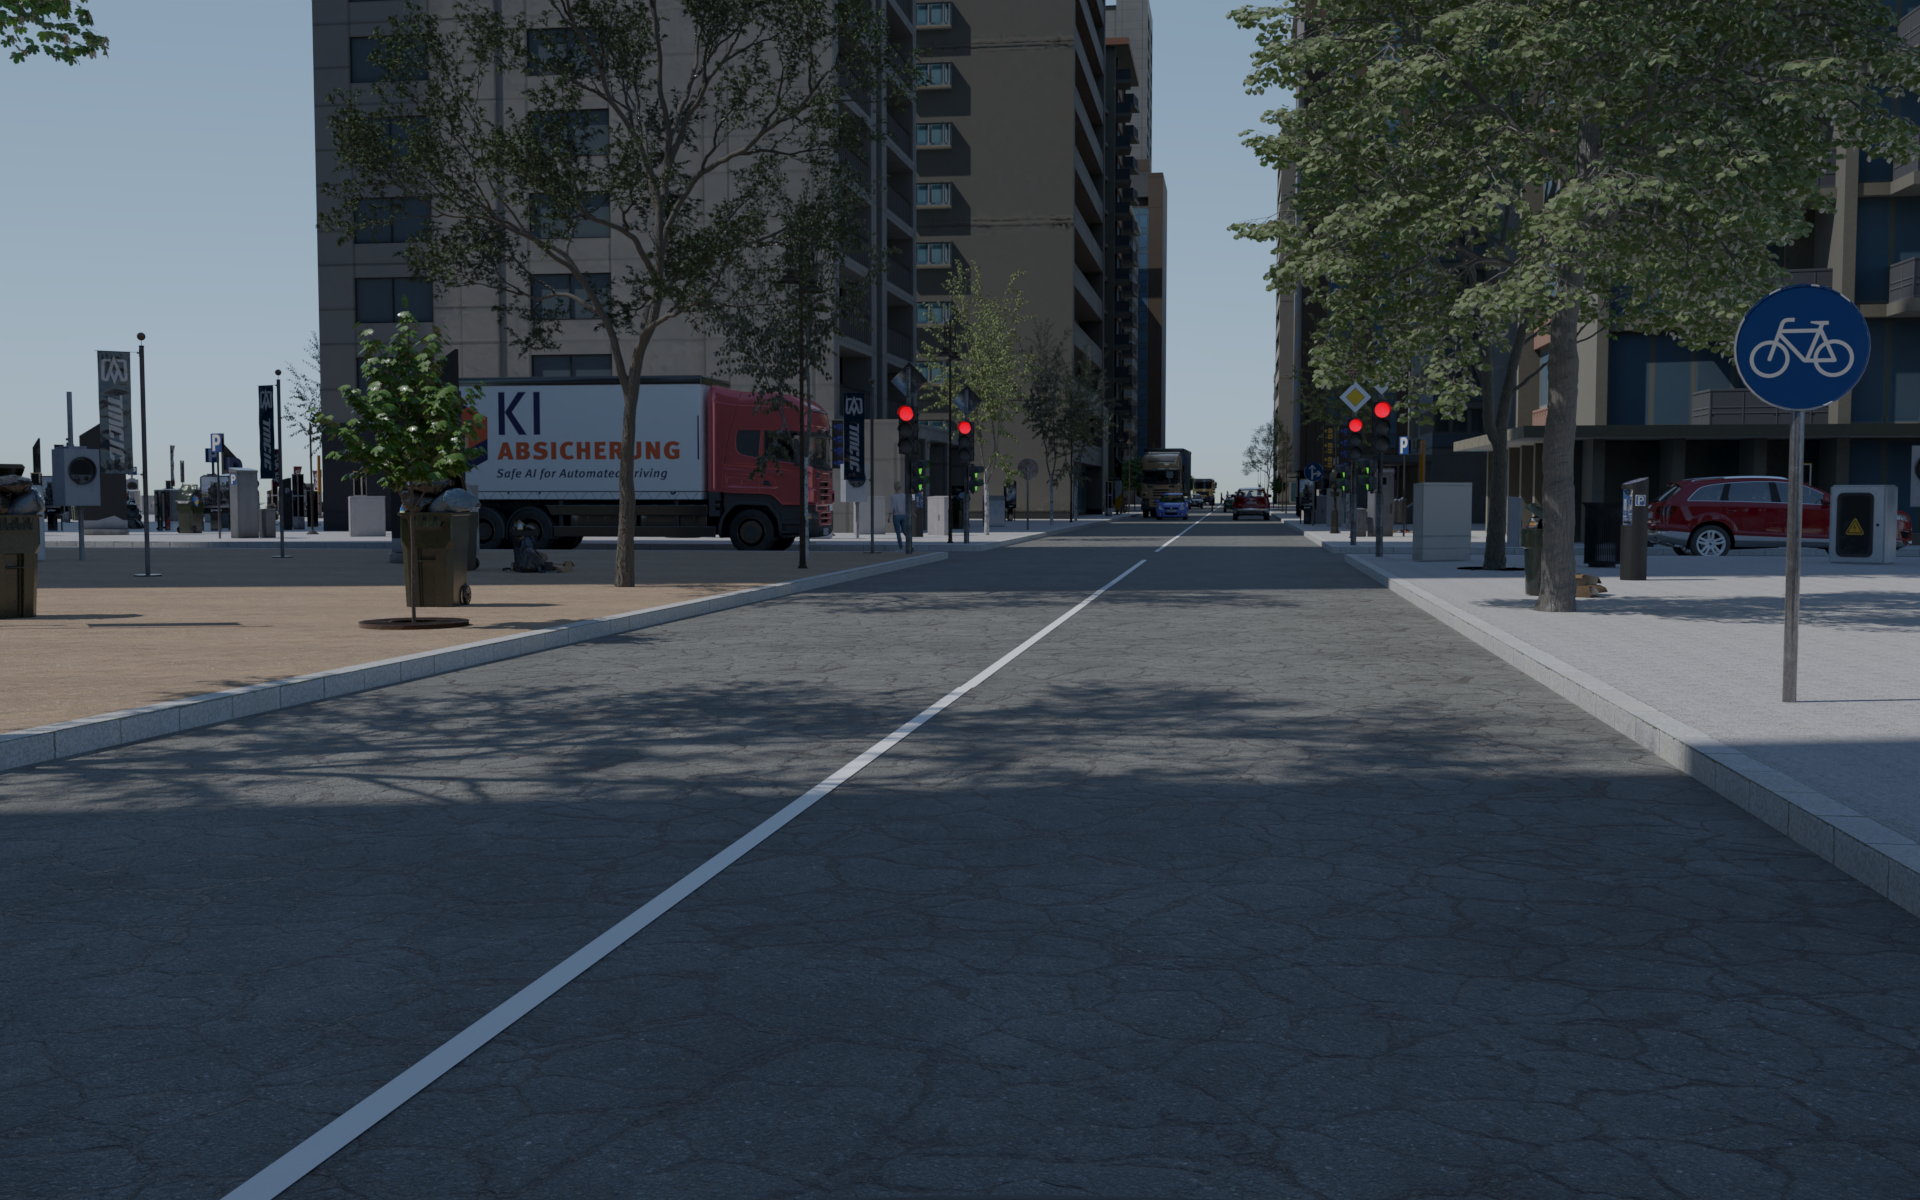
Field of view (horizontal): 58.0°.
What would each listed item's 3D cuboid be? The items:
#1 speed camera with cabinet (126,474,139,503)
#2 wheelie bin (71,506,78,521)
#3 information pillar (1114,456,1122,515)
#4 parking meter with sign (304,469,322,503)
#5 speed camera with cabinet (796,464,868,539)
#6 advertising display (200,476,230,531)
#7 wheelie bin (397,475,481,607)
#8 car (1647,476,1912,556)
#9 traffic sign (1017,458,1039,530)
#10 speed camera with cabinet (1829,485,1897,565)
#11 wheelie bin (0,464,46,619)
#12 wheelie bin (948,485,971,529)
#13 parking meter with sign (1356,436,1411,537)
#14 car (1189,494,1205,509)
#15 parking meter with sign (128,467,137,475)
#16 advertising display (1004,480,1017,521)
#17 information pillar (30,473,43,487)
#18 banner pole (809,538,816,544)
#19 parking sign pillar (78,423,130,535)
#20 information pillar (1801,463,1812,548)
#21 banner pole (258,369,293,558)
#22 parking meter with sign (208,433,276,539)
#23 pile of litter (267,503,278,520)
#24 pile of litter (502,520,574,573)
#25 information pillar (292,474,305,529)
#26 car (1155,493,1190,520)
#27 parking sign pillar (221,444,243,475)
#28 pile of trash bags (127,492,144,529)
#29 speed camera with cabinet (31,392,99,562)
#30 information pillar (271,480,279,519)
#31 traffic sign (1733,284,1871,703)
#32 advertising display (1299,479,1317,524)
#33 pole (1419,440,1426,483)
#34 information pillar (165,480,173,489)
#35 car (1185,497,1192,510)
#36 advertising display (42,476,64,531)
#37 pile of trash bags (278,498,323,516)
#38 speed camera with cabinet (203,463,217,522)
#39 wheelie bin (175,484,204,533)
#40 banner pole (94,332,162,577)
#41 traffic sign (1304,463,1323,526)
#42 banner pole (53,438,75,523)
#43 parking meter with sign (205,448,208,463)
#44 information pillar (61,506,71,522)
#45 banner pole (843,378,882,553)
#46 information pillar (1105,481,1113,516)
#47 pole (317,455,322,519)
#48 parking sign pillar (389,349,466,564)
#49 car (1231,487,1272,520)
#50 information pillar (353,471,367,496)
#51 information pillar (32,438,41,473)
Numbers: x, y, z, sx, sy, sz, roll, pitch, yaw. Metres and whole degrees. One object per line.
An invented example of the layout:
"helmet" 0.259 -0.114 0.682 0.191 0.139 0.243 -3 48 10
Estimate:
"speed camera with cabinet" -49.046 -6.525 101.017 2.038 3.252 0.660 -2 4 -28
"wheelie bin" -42.621 -4.640 83.772 0.693 1.594 0.980 -3 5 -43
"information pillar" 9.805 -7.091 107.290 0.183 3.616 0.504 -3 5 -40
"parking meter with sign" -46.003 -7.713 122.363 1.738 3.016 0.543 -1 4 -23
"speed camera with cabinet" -3.696 -3.388 49.730 2.038 3.252 0.660 -1 4 -20
"advertising display" -26.173 -3.405 60.882 0.974 1.923 0.123 -2 4 -28
"wheelie bin" -5.982 -0.728 19.817 0.980 1.594 0.693 0 4 4
"car" 17.481 -1.742 37.156 5.304 1.827 2.281 1 4 11
"traffic sign" 2.420 -3.774 61.805 0.768 2.556 0.104 1 4 11
"speed camera with cabinet" 16.949 -2.266 31.388 0.660 3.252 2.038 -3 5 -42
"wheelie bin" -9.939 -0.613 17.933 0.693 1.594 0.980 2 4 27
"wheelie bin" -0.032 -3.400 63.494 0.980 1.594 0.693 2 4 35
"parking meter with sign" 12.623 -3.412 52.043 1.738 3.016 0.543 -1 4 -17
"car" 22.957 -9.782 169.720 2.009 1.686 4.222 0 4 7
"parking meter with sign" -52.688 -6.968 110.192 0.543 3.016 1.738 -2 4 -29
"advertising display" 2.363 -4.679 81.715 0.123 1.923 0.974 2 4 33
"information pillar" -31.510 -3.342 59.136 0.304 2.012 0.304 -1 4 -14
"banner pole" -4.012 -3.376 45.220 0.401 3.779 0.863 -1 4 -15
"parking sign pillar" -26.929 -4.031 54.378 1.447 3.967 1.447 -3 4 -37
"information pillar" 20.236 -2.271 41.629 0.304 2.012 0.304 1 4 11
"banner pole" -13.867 -2.748 34.950 0.863 3.779 0.401 2 4 31
"parking meter with sign" -20.789 -3.307 50.335 0.543 3.016 1.738 2 4 34
"pile of litter" -33.863 -4.318 84.572 1.176 0.858 1.719 0 4 -5
"pile of litter" -7.007 -0.907 28.797 1.176 0.858 1.719 -1 4 -16
"information pillar" -24.015 -3.570 62.859 0.304 2.012 0.304 2 4 26
"car" 11.874 -5.335 96.811 1.945 1.707 3.694 1 4 9
"parking sign pillar" -38.436 -6.305 91.564 1.447 3.967 1.447 1 4 13
"pile of trash bags" -31.409 -3.358 64.660 1.912 1.369 3.447 -1 4 -19
"speed camera with cabinet" -17.467 -2.356 32.856 0.660 3.252 2.038 3 4 38
"information pillar" -35.215 -5.170 89.014 0.304 2.012 0.304 -2 4 -28
"traffic sign" 5.116 -0.642 10.606 0.768 2.556 0.104 1 4 13
"advertising display" 14.749 -4.175 73.476 0.123 1.923 0.974 -2 4 -32
"pole" 17.345 -4.353 65.013 0.158 3.312 0.155 0 3 0
"information pillar" -42.210 -5.383 92.500 0.304 2.012 0.304 0 4 -6
"car" 20.357 -8.958 159.037 1.945 1.354 3.894 0 4 8
"advertising display" -31.779 -3.388 60.612 0.974 1.923 0.123 1 4 21
"pile of trash bags" -44.575 -6.524 116.419 1.912 1.369 3.447 1 4 21
"speed camera with cabinet" -34.167 -5.172 78.893 0.660 3.252 2.038 -1 4 -22
"wheelie bin" -25.151 -2.975 56.547 0.980 1.594 0.693 1 4 18
"banner pole" -12.859 -2.248 26.775 0.863 3.779 0.401 -2 4 -35
"traffic sign" 14.323 -4.286 70.175 0.768 2.556 0.104 1 4 9
"banner pole" -39.854 -5.320 76.991 0.401 3.779 0.863 2 4 30
"parking meter with sign" -27.682 -4.228 65.391 1.738 3.016 0.543 2 4 31
"information pillar" -41.405 -4.626 80.130 0.304 2.012 0.304 2 4 32
"banner pole" -2.130 -2.905 37.511 0.863 3.779 0.401 1 4 8
"information pillar" 8.820 -6.059 103.550 0.304 2.012 0.304 0 4 7
"pole" -33.574 -5.927 90.749 0.158 3.312 0.155 0 3 0
"parking sign pillar" -9.967 -2.689 32.431 1.447 3.967 1.447 0 4 4
"car" 16.236 -5.375 96.554 2.281 1.827 5.304 1 4 9
"information pillar" -19.315 -3.137 55.783 0.304 2.012 0.304 1 4 10
"information pillar" -38.376 -4.936 72.064 0.183 3.616 0.504 0 4 1
